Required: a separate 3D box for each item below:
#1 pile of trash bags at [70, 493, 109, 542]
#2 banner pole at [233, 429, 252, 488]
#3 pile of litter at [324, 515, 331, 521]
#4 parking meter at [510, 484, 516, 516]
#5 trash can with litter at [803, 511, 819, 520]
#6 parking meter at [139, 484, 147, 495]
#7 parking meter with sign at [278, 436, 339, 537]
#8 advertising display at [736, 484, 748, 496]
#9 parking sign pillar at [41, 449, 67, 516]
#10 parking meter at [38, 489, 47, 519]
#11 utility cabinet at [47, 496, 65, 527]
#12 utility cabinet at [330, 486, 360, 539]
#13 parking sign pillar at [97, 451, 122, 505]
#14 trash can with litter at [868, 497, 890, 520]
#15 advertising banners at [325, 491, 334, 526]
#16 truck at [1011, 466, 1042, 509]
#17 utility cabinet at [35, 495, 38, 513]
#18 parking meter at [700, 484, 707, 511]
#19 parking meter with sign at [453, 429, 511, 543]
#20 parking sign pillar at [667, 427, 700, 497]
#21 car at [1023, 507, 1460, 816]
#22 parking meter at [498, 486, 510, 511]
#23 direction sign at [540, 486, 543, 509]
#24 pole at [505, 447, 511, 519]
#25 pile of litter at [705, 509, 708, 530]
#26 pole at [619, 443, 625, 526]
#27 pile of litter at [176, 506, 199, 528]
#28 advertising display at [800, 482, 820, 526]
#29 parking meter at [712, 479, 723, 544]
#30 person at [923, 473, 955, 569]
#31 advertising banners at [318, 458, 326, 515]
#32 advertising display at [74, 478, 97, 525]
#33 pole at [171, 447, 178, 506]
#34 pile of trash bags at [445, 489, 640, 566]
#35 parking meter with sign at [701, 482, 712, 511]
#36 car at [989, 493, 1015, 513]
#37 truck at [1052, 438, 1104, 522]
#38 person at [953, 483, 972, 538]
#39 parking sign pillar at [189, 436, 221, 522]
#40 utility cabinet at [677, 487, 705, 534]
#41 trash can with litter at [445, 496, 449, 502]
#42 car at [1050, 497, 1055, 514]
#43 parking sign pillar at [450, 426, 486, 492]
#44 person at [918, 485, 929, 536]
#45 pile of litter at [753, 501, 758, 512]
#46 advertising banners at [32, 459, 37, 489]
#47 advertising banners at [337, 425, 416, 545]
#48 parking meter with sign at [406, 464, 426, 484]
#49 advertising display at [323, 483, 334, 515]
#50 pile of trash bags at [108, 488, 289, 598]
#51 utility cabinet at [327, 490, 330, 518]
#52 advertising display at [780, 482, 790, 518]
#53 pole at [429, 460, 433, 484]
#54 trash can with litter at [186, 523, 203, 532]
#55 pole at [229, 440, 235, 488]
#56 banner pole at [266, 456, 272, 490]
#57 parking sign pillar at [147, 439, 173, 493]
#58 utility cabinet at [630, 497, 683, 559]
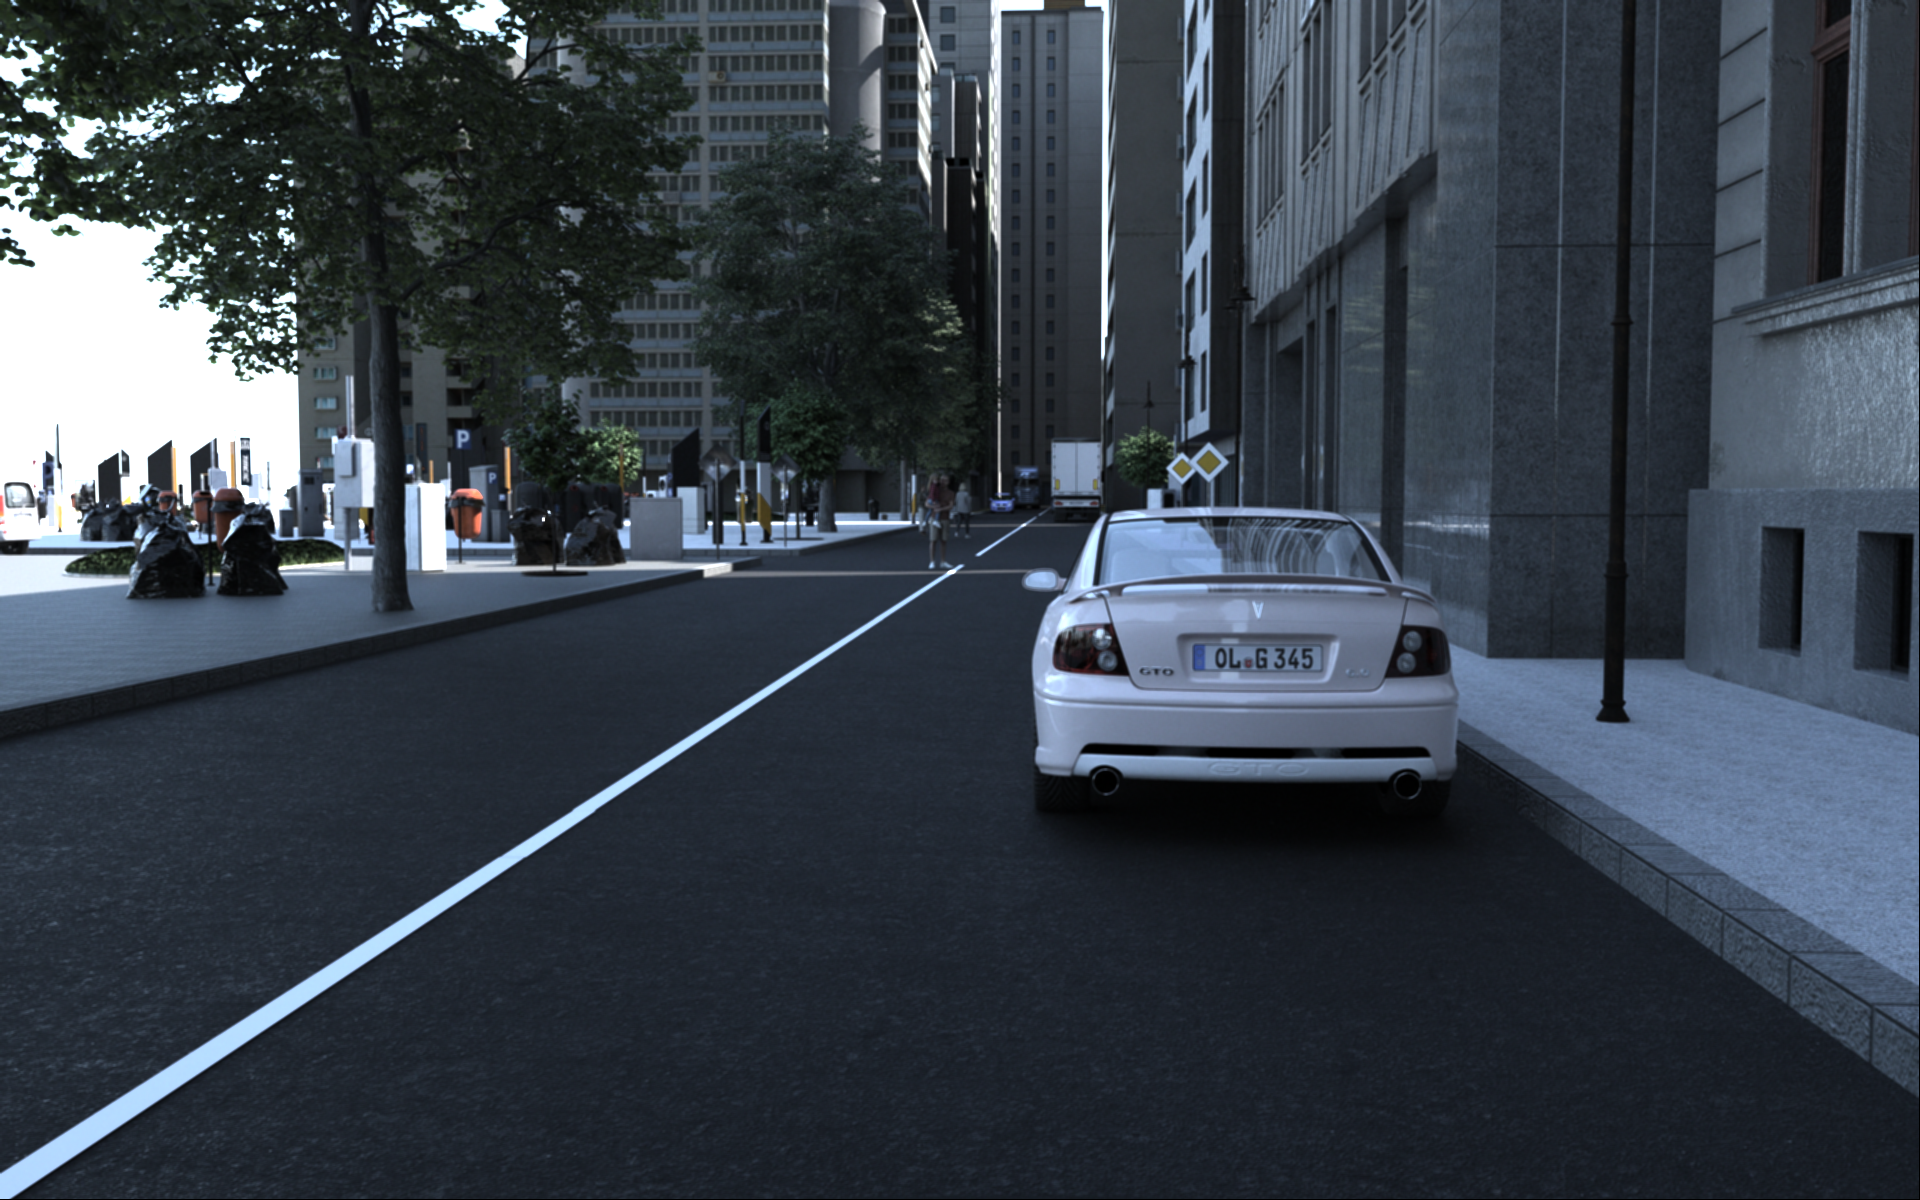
[{"bbox_3d":[-22.394,-2.339,47.991,1.912,1.369,3.447,3,5,44],"label":"pile of trash bags"},{"bbox_3d":[-27.580,-4.679,66.525,0.401,3.779,0.863,3,5,41],"label":"banner pole"},{"bbox_3d":[-30.043,-4.146,81.755,1.176,0.858,1.719,-1,4,-18],"label":"pile of litter"},{"bbox_3d":[-26.109,-5.843,101.237,0.255,1.863,0.399,-3,4,-37],"label":"parking meter"},{"bbox_3d":[-7.521,-4.709,88.051,1.678,1.210,2.233,2,4,34],"label":"trash can with litter"},{"bbox_3d":[-45.359,-5.532,96.154,0.255,1.863,0.399,1,4,18],"label":"parking meter"},{"bbox_3d":[-19.463,-3.397,51.799,1.738,3.016,0.543,-3,4,-36],"label":"parking meter with sign"},{"bbox_3d":[-13.350,-6.169,106.080,0.974,1.923,0.123,3,5,44],"label":"advertising display"},{"bbox_3d":[-54.369,-7.052,103.765,1.447,3.967,1.447,1,4,22],"label":"parking sign pillar"},{"bbox_3d":[-47.283,-4.942,89.209,0.372,1.533,0.369,0,3,0],"label":"parking meter"},{"bbox_3d":[-35.098,-3.431,67.266,0.306,1.237,1.020,0,4,-7],"label":"utility cabinet"},{"bbox_3d":[-17.230,-2.446,48.677,0.318,1.500,1.173,0,4,2],"label":"utility cabinet"},{"bbox_3d":[-52.962,-7.302,107.857,1.447,3.967,1.447,-1,4,-13],"label":"parking sign pillar"},{"bbox_3d":[-4.001,-4.533,85.496,1.055,1.170,0.624,0,4,-1],"label":"trash can with litter"},{"bbox_3d":[-25.002,-4.547,70.527,0.090,3.025,2.074,1,4,19],"label":"advertising banners"},{"bbox_3d":[6.696,-11.126,171.665,2.967,4.110,18.799,0,4,3],"label":"truck"},{"bbox_3d":[-56.923,-5.799,105.973,1.020,1.237,0.306,-3,5,-41],"label":"utility cabinet"},{"bbox_3d":[-15.074,-5.876,101.784,0.255,1.863,0.399,2,4,32],"label":"parking meter"},{"bbox_3d":[-12.658,-3.044,46.023,1.738,3.016,0.543,2,4,34],"label":"parking meter with sign"},{"bbox_3d":[-11.098,-4.957,69.520,1.447,3.967,1.447,-3,5,-43],"label":"parking sign pillar"},{"bbox_3d":[1.350,0.197,9.141,2.083,1.381,4.827,0,4,4],"label":"car"},{"bbox_3d":[-12.771,-2.447,48.412,0.372,1.533,0.369,0,3,0],"label":"parking meter"},{"bbox_3d":[-10.455,-3.134,43.235,0.379,3.537,0.876,0,4,-8],"label":"direction sign"},{"bbox_3d":[-19.491,-4.941,74.634,0.158,3.312,0.155,0,3,0],"label":"pole"},{"bbox_3d":[-9.478,-2.910,61.547,1.176,0.858,1.719,1,4,10],"label":"pile of litter"},{"bbox_3d":[-13.468,-4.595,68.976,0.158,3.312,0.155,0,3,0],"label":"pole"},{"bbox_3d":[-29.290,-3.135,65.225,1.719,0.858,1.176,2,4,31],"label":"pile of litter"},{"bbox_3d":[-5.969,-3.890,68.815,0.123,1.923,0.974,3,5,43],"label":"advertising display"},{"bbox_3d":[-6.209,-2.364,44.370,0.255,1.863,0.399,-1,4,-12],"label":"parking meter"},{"bbox_3d":[-0.423,-1.526,33.429,0.573,1.828,0.580,2,4,33],"label":"person"},{"bbox_3d":[-31.059,-5.390,84.318,0.090,3.025,2.074,-1,4,-10],"label":"advertising banners"},{"bbox_3d":[-36.267,-4.075,71.834,0.974,1.923,0.123,1,4,14],"label":"advertising display"},{"bbox_3d":[-33.793,-4.937,74.561,0.158,3.312,0.155,0,3,0],"label":"pole"},{"bbox_3d":[-7.819,-1.351,31.844,3.447,1.369,1.912,1,4,15],"label":"pile of trash bags"},{"bbox_3d":[-16.296,-7.042,111.397,1.738,3.016,0.543,-1,4,-9],"label":"parking meter with sign"},{"bbox_3d":[3.180,-7.328,129.397,1.945,1.707,3.694,0,4,4],"label":"car"},{"bbox_3d":[6.258,-6.305,92.002,2.839,4.237,11.283,0,4,5],"label":"truck"},{"bbox_3d":[0.028,-2.898,56.070,0.709,1.800,0.728,2,4,35],"label":"person"},{"bbox_3d":[-35.344,-5.668,81.138,1.447,3.967,1.447,0,4,0],"label":"parking sign pillar"},{"bbox_3d":[-8.625,-2.870,55.596,0.318,1.500,1.173,-3,5,-41],"label":"utility cabinet"},{"bbox_3d":[-20.022,-3.404,66.718,1.678,1.210,2.233,0,4,-3],"label":"trash can with litter"},{"bbox_3d":[7.627,-7.106,128.192,2.014,1.417,4.499,0,4,3],"label":"car"},{"bbox_3d":[-19.462,-4.898,68.560,1.447,3.967,1.447,0,4,5],"label":"parking sign pillar"},{"bbox_3d":[-1.248,-3.106,59.825,0.362,1.759,0.519,1,4,21],"label":"person"},{"bbox_3d":[-13.957,-6.223,115.705,1.719,0.858,1.176,1,4,10],"label":"pile of litter"},{"bbox_3d":[-46.607,-5.532,86.641,0.090,3.025,2.074,0,4,-4],"label":"advertising banners"},{"bbox_3d":[-14.698,-2.907,43.724,2.074,3.025,0.090,0,4,6],"label":"advertising banners"},{"bbox_3d":[-32.057,-6.520,102.855,0.543,3.016,1.738,1,4,22],"label":"parking meter with sign"},{"bbox_3d":[-37.535,-5.985,103.068,0.123,1.923,0.974,2,4,33],"label":"advertising display"},{"bbox_3d":[-9.902,-0.811,23.016,1.912,1.369,3.447,-1,4,-16],"label":"pile of trash bags"},{"bbox_3d":[-33.177,-5.101,92.079,1.173,1.500,0.318,3,4,38],"label":"utility cabinet"},{"bbox_3d":[-9.463,-5.419,93.822,0.123,1.923,0.974,-2,4,-31],"label":"advertising display"},{"bbox_3d":[-31.998,-6.789,104.840,0.158,3.312,0.155,0,3,0],"label":"pole"},{"bbox_3d":[-25.755,-2.888,58.603,1.055,1.170,0.624,-3,5,-40],"label":"trash can with litter"},{"bbox_3d":[-27.687,-4.408,65.919,0.158,3.312,0.155,0,3,0],"label":"pole"},{"bbox_3d":[-45.135,-7.536,113.225,0.401,3.779,0.863,0,4,3],"label":"banner pole"},{"bbox_3d":[-38.885,-5.868,84.407,1.447,3.967,1.447,0,4,5],"label":"parking sign pillar"},{"bbox_3d":[-6.000,-1.411,34.224,1.020,1.237,0.306,-1,4,-9],"label":"utility cabinet"}]
